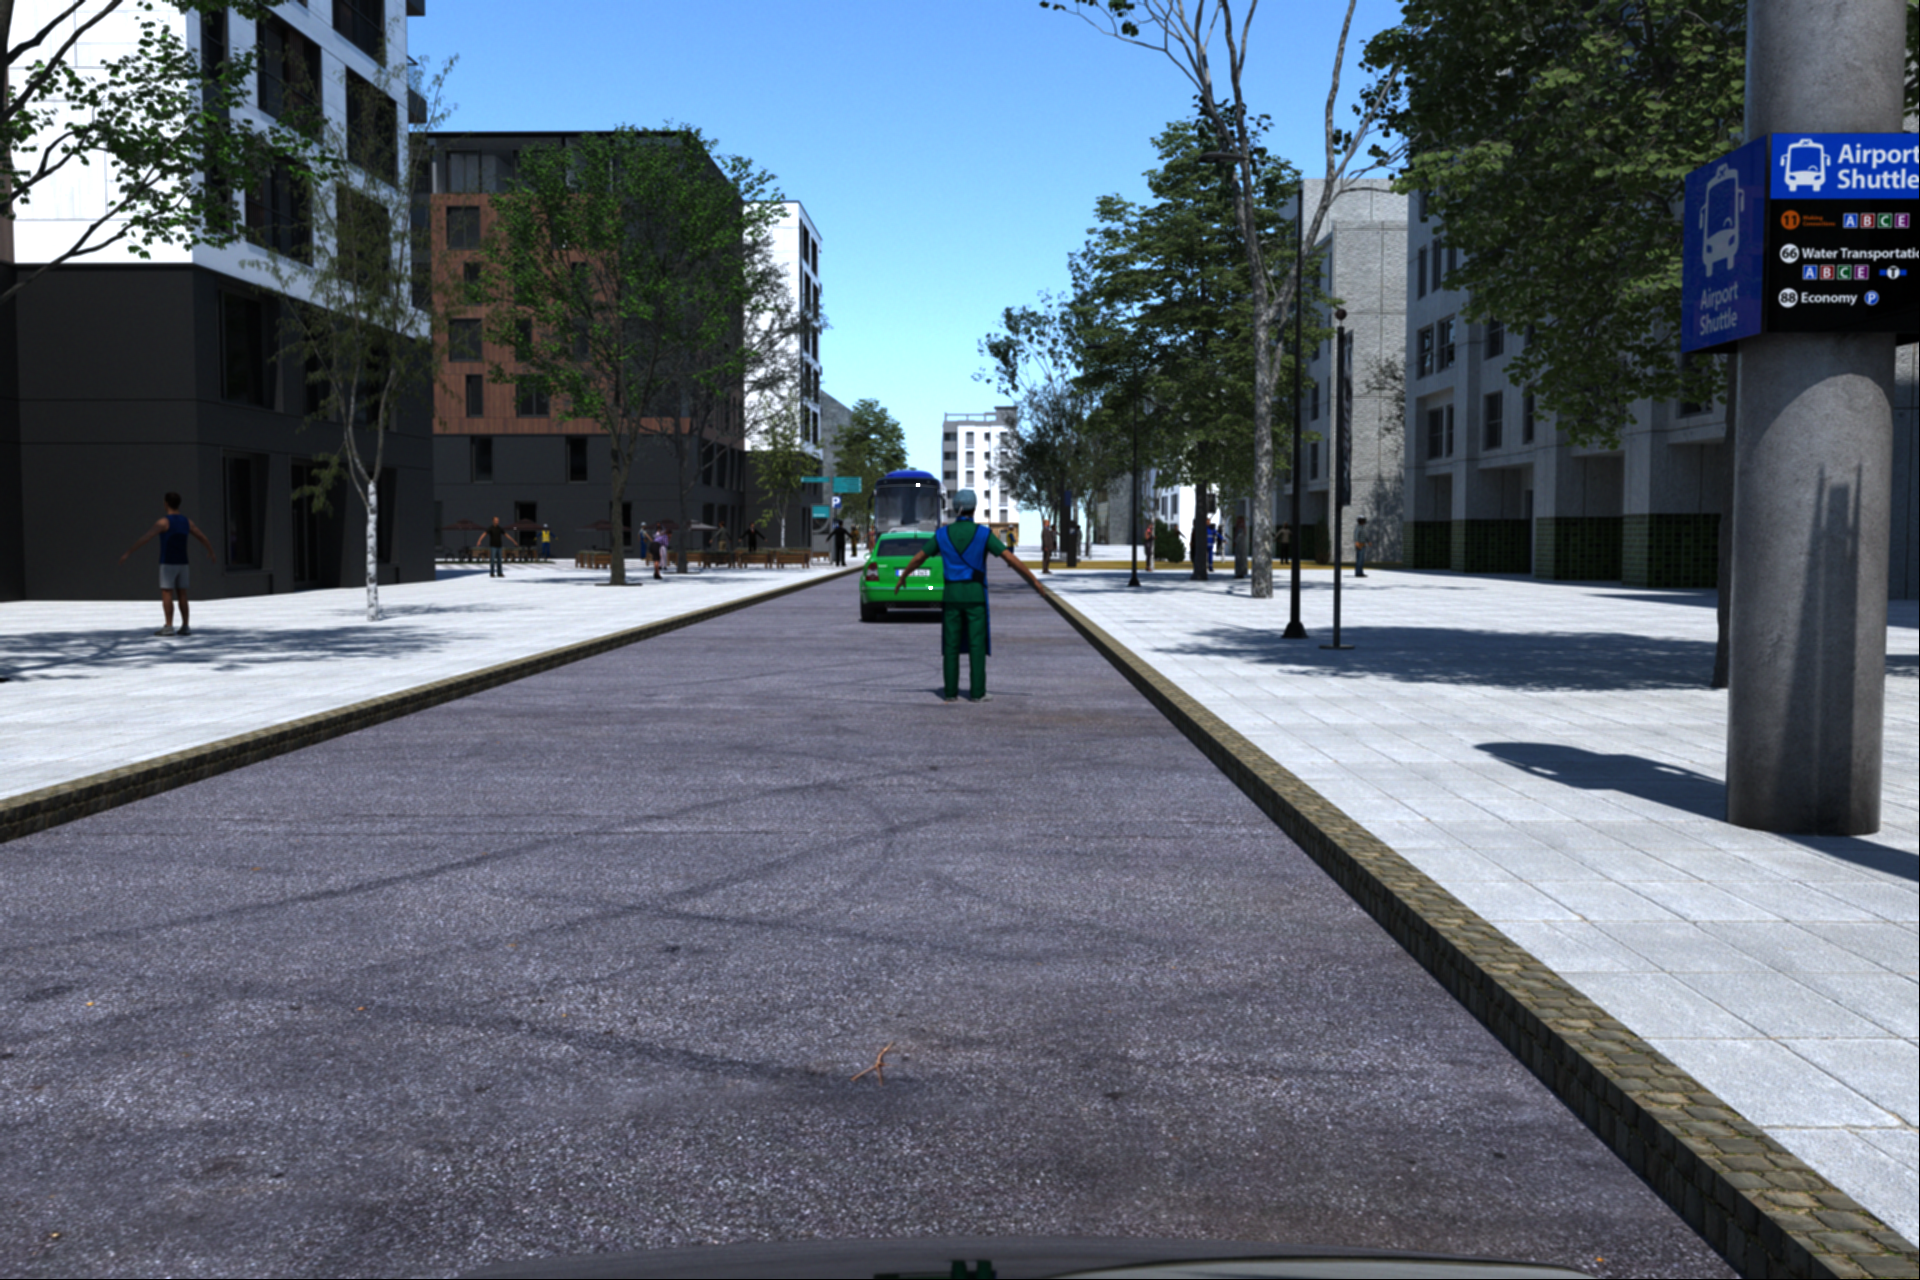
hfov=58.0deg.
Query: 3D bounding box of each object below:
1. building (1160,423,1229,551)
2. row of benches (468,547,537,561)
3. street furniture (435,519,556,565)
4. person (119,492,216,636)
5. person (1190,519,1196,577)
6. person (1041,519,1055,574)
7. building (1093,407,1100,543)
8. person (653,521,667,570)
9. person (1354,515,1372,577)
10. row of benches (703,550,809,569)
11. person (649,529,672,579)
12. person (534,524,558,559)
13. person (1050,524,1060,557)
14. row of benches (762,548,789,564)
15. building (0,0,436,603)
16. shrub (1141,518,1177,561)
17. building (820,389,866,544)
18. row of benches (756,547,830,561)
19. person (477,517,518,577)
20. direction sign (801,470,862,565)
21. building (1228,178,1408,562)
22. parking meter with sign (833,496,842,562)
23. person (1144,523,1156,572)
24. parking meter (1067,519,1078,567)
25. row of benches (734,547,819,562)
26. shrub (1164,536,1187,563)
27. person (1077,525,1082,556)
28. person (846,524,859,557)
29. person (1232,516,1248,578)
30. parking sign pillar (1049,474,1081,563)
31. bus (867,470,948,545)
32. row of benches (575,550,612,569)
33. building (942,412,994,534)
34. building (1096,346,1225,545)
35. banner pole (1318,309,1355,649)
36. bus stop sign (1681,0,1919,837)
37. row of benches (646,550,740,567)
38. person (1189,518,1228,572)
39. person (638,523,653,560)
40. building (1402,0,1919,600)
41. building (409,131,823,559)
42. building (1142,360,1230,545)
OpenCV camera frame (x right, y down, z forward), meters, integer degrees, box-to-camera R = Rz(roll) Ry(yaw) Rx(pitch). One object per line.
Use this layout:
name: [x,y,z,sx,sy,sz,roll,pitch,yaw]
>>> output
building: [20.701,-11.382,128.240,9.099,9.664,28.070,0,4,0]
row of benches: [-21.697,-4.058,81.807,4.104,0.672,1.422,2,4,32]
street furniture: [-30.207,-3.918,69.094,27.439,1.986,14.083,-1,4,-13]
person: [-9.949,-0.961,21.884,0.704,1.807,1.345,2,4,30]
person: [6.851,-2.695,50.868,0.721,1.729,1.215,1,4,11]
person: [2.847,-3.025,56.062,0.434,1.755,0.990,1,4,11]
building: [27.391,-22.462,233.715,16.747,18.905,31.486,0,4,1]
person: [-10.674,-3.359,61.639,0.551,1.740,0.621,-1,4,-16]
person: [11.974,-2.802,51.653,0.704,1.849,1.345,2,4,30]
row of benches: [-7.730,-3.025,64.921,4.104,0.672,1.422,1,4,11]
person: [-8.524,-2.451,49.354,0.697,1.427,0.421,-3,4,-36]
person: [-20.995,-4.978,87.860,1.216,1.772,0.721,-1,4,-21]
person: [5.334,-5.657,98.642,1.345,1.843,0.704,-1,4,-22]
row of benches: [-8.095,-3.689,75.775,1.422,0.672,4.104,-1,4,-16]
building: [-28.482,-11.412,30.563,27.936,21.610,32.646,0,4,1]
shrub: [9.370,-4.712,81.453,1.690,2.028,1.600,0,3,0]
building: [-22.494,-24.496,231.436,19.493,23.208,18.063,0,4,1]
row of benches: [-8.090,-4.105,82.580,4.104,0.672,1.422,-1,4,-23]
person: [-13.833,-2.781,51.679,1.348,1.803,0.705,-3,5,-45]
direction sign: [-5.352,-5.133,72.693,2.525,3.948,1.411,0,4,1]
building: [25.480,-13.966,94.802,16.747,18.905,31.486,0,4,0]
parking meter with sign: [-5.702,-5.153,80.516,0.543,3.016,1.738,0,4,1]
person: [6.517,-3.162,59.209,0.415,1.643,0.593,-1,4,-20]
parking meter: [4.349,-3.752,67.058,0.399,1.863,0.255,0,4,-1]
row of benches: [-8.581,-3.968,80.341,4.104,0.672,1.422,0,4,-5]
shrub: [9.460,-3.963,75.909,1.383,1.207,1.383,0,3,0]
person: [6.954,-5.864,102.059,0.705,1.806,1.347,2,4,26]
person: [-6.030,-5.651,98.154,0.705,1.858,1.354,-2,4,-31]
person: [8.117,-2.703,50.338,0.704,1.811,1.347,1,4,17]
parking sign pillar: [4.725,-5.475,77.994,1.447,3.967,1.447,0,4,0]
bus: [-1.900,-4.813,70.246,2.896,3.916,12.251,0,4,1]
row of benches: [-13.658,-3.003,64.564,1.422,0.672,4.104,-1,4,-22]
building: [-2.255,-24.459,258.785,11.380,20.090,16.016,-1,4,-9]
building: [26.438,-23.103,208.666,19.493,23.208,18.063,0,4,0]
banner pole: [4.226,-1.779,19.104,0.401,3.779,0.863,0,4,1]
bus stop sign: [3.716,-1.133,7.535,0.837,3.901,0.837,0,4,0]
row of benches: [-10.682,-3.257,68.709,4.104,0.672,1.422,2,4,23]
person: [8.405,-3.227,58.741,1.345,1.831,0.704,-1,4,-10]
person: [-15.498,-4.839,84.981,0.705,1.847,1.347,-3,4,-37]
building: [24.803,-11.153,48.817,16.747,18.905,31.486,0,4,1]
building: [-23.827,-15.939,104.584,27.936,21.610,32.646,0,4,1]
building: [25.732,-20.717,195.141,16.016,20.090,11.380,0,4,0]
